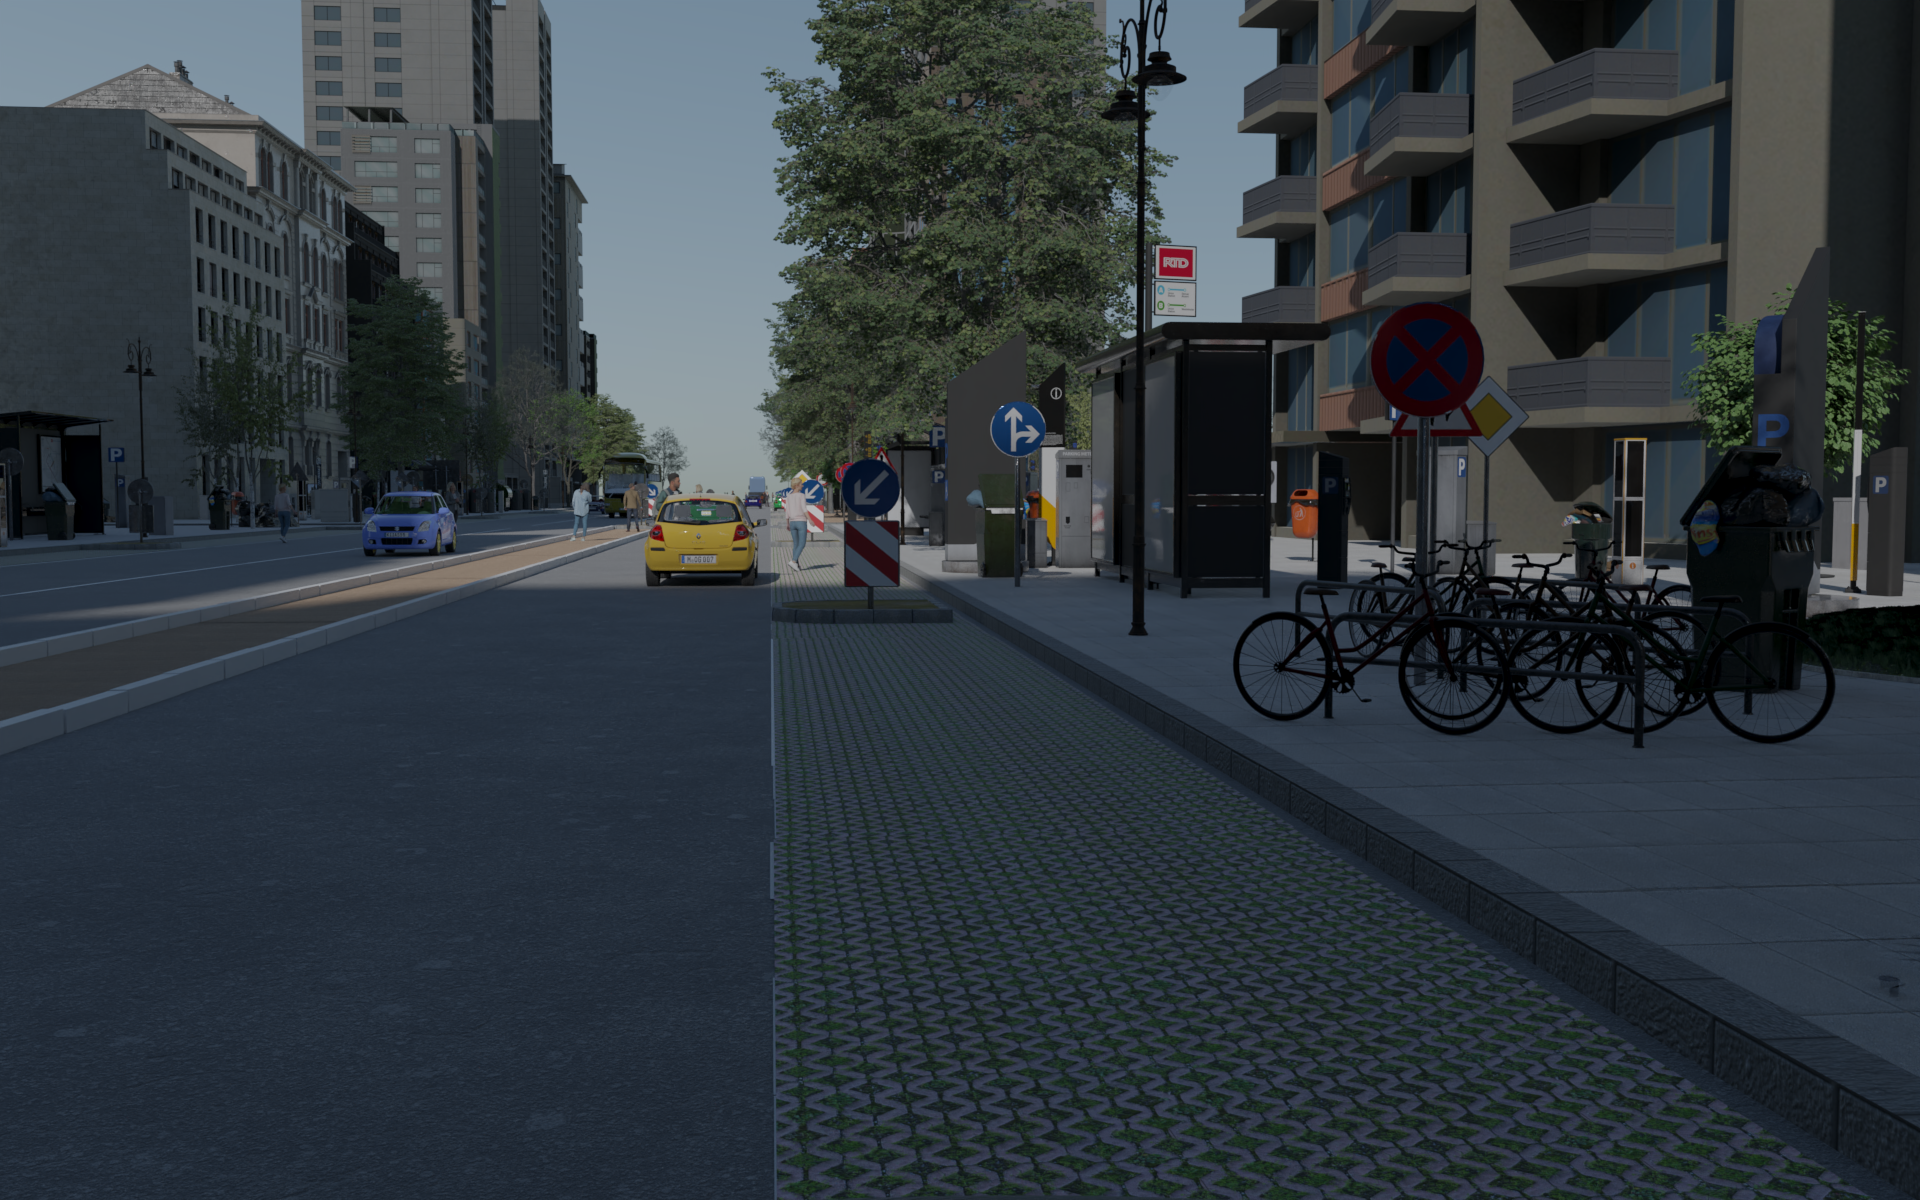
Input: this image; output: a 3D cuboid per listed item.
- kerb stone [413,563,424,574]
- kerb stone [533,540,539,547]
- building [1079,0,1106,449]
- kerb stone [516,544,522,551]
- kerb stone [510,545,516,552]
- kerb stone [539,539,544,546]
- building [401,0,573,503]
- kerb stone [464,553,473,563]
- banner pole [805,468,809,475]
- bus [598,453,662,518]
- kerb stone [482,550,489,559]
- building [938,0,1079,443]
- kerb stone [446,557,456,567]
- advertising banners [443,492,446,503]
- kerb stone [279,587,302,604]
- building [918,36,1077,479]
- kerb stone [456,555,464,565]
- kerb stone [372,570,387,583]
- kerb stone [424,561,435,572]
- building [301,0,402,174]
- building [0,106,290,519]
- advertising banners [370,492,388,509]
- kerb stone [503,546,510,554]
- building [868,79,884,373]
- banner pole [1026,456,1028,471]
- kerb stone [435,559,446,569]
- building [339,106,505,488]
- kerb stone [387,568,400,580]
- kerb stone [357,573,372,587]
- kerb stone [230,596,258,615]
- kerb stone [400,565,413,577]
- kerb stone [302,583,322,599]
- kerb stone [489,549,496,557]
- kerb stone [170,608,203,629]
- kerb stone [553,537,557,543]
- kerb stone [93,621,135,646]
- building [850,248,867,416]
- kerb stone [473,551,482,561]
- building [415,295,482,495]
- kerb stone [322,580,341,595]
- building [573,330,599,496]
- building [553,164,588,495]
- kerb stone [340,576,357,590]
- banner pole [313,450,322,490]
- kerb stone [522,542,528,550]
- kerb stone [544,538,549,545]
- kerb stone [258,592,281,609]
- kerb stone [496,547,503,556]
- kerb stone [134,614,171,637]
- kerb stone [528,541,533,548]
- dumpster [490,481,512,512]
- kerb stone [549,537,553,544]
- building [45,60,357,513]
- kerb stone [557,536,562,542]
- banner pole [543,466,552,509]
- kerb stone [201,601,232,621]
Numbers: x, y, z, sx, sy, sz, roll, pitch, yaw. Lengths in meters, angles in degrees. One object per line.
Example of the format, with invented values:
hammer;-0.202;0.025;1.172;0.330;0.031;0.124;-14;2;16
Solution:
kerb stone;-9.791;-0.537;30.983;0.120;0.150;1.000;0;4;-6
kerb stone;-11.459;-1.475;46.318;0.120;0.150;1.000;0;4;-6
building;3.872;-45.919;189.029;20.563;71.187;20.611;0;4;-6
kerb stone;-11.124;-1.286;43.238;0.120;0.150;1.000;0;4;-6
kerb stone;-11.022;-1.225;42.218;0.120;0.150;1.000;0;4;-6
kerb stone;-11.572;-1.538;47.334;0.120;0.150;1.000;0;4;-6
building;-68.049;-49.855;253.381;20.563;71.187;20.611;0;4;-6
kerb stone;-10.349;-0.850;36.090;0.120;0.150;1.000;0;4;-6
banner pole;-13.040;-9.667;148.064;0.401;3.779;0.863;-3;4;-39
bus;-20.174;-7.062;107.017;2.896;3.916;12.252;0;4;-5
kerb stone;-10.568;-0.974;38.133;0.120;0.150;1.000;0;4;-6
building;2.074;-47.185;209.732;20.563;71.187;20.611;0;4;-6
kerb stone;-10.119;-0.723;34.058;0.120;0.150;1.000;0;4;-6
advertising banners;-31.774;-6.783;107.097;0.090;3.025;2.074;-1;4;-9
kerb stone;-8.904;-0.039;22.825;0.120;0.150;1.000;0;4;-6
building;3.396;-31.897;171.625;14.600;45.320;14.200;0;4;-6
kerb stone;-10.240;-0.788;35.074;0.120;0.150;1.000;0;4;-6
kerb stone;-9.449;-0.350;27.914;0.120;0.150;1.000;0;4;-6
kerb stone;-9.906;-0.600;32.002;0.120;0.150;1.000;0;4;-6
building;-63.029;-46.702;201.827;20.563;71.187;20.611;0;4;-6
building;-44.452;-14.658;94.413;10.420;20.320;16.860;0;4;-6
advertising banners;-40.945;-7.775;123.314;2.074;3.025;0.090;-3;4;-38
kerb stone;-10.908;-1.159;41.202;0.120;0.150;1.000;0;4;-6
building;-5.963;-51.103;273.786;20.563;71.187;20.611;0;4;-6
banner pole;2.840;-5.586;81.346;0.863;3.779;0.401;-2;4;-23
kerb stone;-10.010;-0.663;33.036;0.120;0.150;1.000;0;4;-6
building;-57.193;-30.688;185.348;14.154;41.232;14.086;0;4;-6
kerb stone;-9.569;-0.410;28.940;0.120;0.150;1.000;0;4;-6
kerb stone;-9.347;-0.285;26.896;0.120;0.150;1.000;0;4;-6
kerb stone;-8.675;0.086;20.793;0.120;0.150;1.000;0;4;-6
kerb stone;-9.674;-0.475;29.966;0.120;0.150;1.000;0;4;-6
kerb stone;-9.010;-0.101;23.842;0.120;0.150;1.000;0;4;-6
kerb stone;-10.686;-1.037;39.156;0.120;0.150;1.000;0;4;-6
kerb stone;-8.451;0.213;18.748;0.120;0.150;1.000;0;4;-6
kerb stone;-11.917;-1.724;50.381;0.120;0.150;1.000;0;4;-6
kerb stone;-8.226;0.336;16.705;0.120;0.150;1.000;0;4;-6
building;-7.864;-39.481;300.135;22.147;44.769;28.867;0;4;-6
kerb stone;-10.451;-0.911;37.112;0.120;0.150;1.000;0;4;-6
building;-61.856;-19.496;163.806;27.650;21.520;28.899;0;4;-6
kerb stone;-9.115;-0.163;24.862;0.120;0.150;1.000;0;4;-6
building;-70.397;-32.285;299.562;14.160;30.474;14.107;0;4;-6
building;-75.052;-42.095;277.489;28.713;52.752;27.495;0;4;-6
kerb stone;-9.232;-0.225;25.880;0.120;0.150;1.000;0;4;-6
banner pole;-36.905;-6.694;99.467;0.401;3.779;0.863;1;4;17
kerb stone;-11.241;-1.343;44.254;0.120;0.150;1.000;0;4;-6
kerb stone;-11.683;-1.599;48.350;0.120;0.150;1.000;0;4;-6
kerb stone;-8.784;0.024;21.809;0.120;0.150;1.000;0;4;-6
kerb stone;-10.796;-1.099;40.172;0.120;0.150;1.000;0;4;-6
kerb stone;-8.339;0.274;17.722;0.120;0.150;1.000;0;4;-6
kerb stone;-11.349;-1.412;45.285;0.120;0.150;1.000;0;4;-6
dumpster;-33.549;-7.573;126.304;1.502;2.255;1.985;0;4;-6
kerb stone;-11.800;-1.662;49.365;0.120;0.150;1.000;0;4;-6
building;-49.587;-20.020;114.721;14.401;28.519;23.554;0;4;-6
kerb stone;-12.019;-1.786;51.398;0.120;0.150;1.000;0;4;-6
banner pole;-36.150;-9.886;151.654;0.863;3.779;0.401;-3;5;-40
kerb stone;-8.561;0.152;19.772;0.120;0.150;1.000;0;4;-6
